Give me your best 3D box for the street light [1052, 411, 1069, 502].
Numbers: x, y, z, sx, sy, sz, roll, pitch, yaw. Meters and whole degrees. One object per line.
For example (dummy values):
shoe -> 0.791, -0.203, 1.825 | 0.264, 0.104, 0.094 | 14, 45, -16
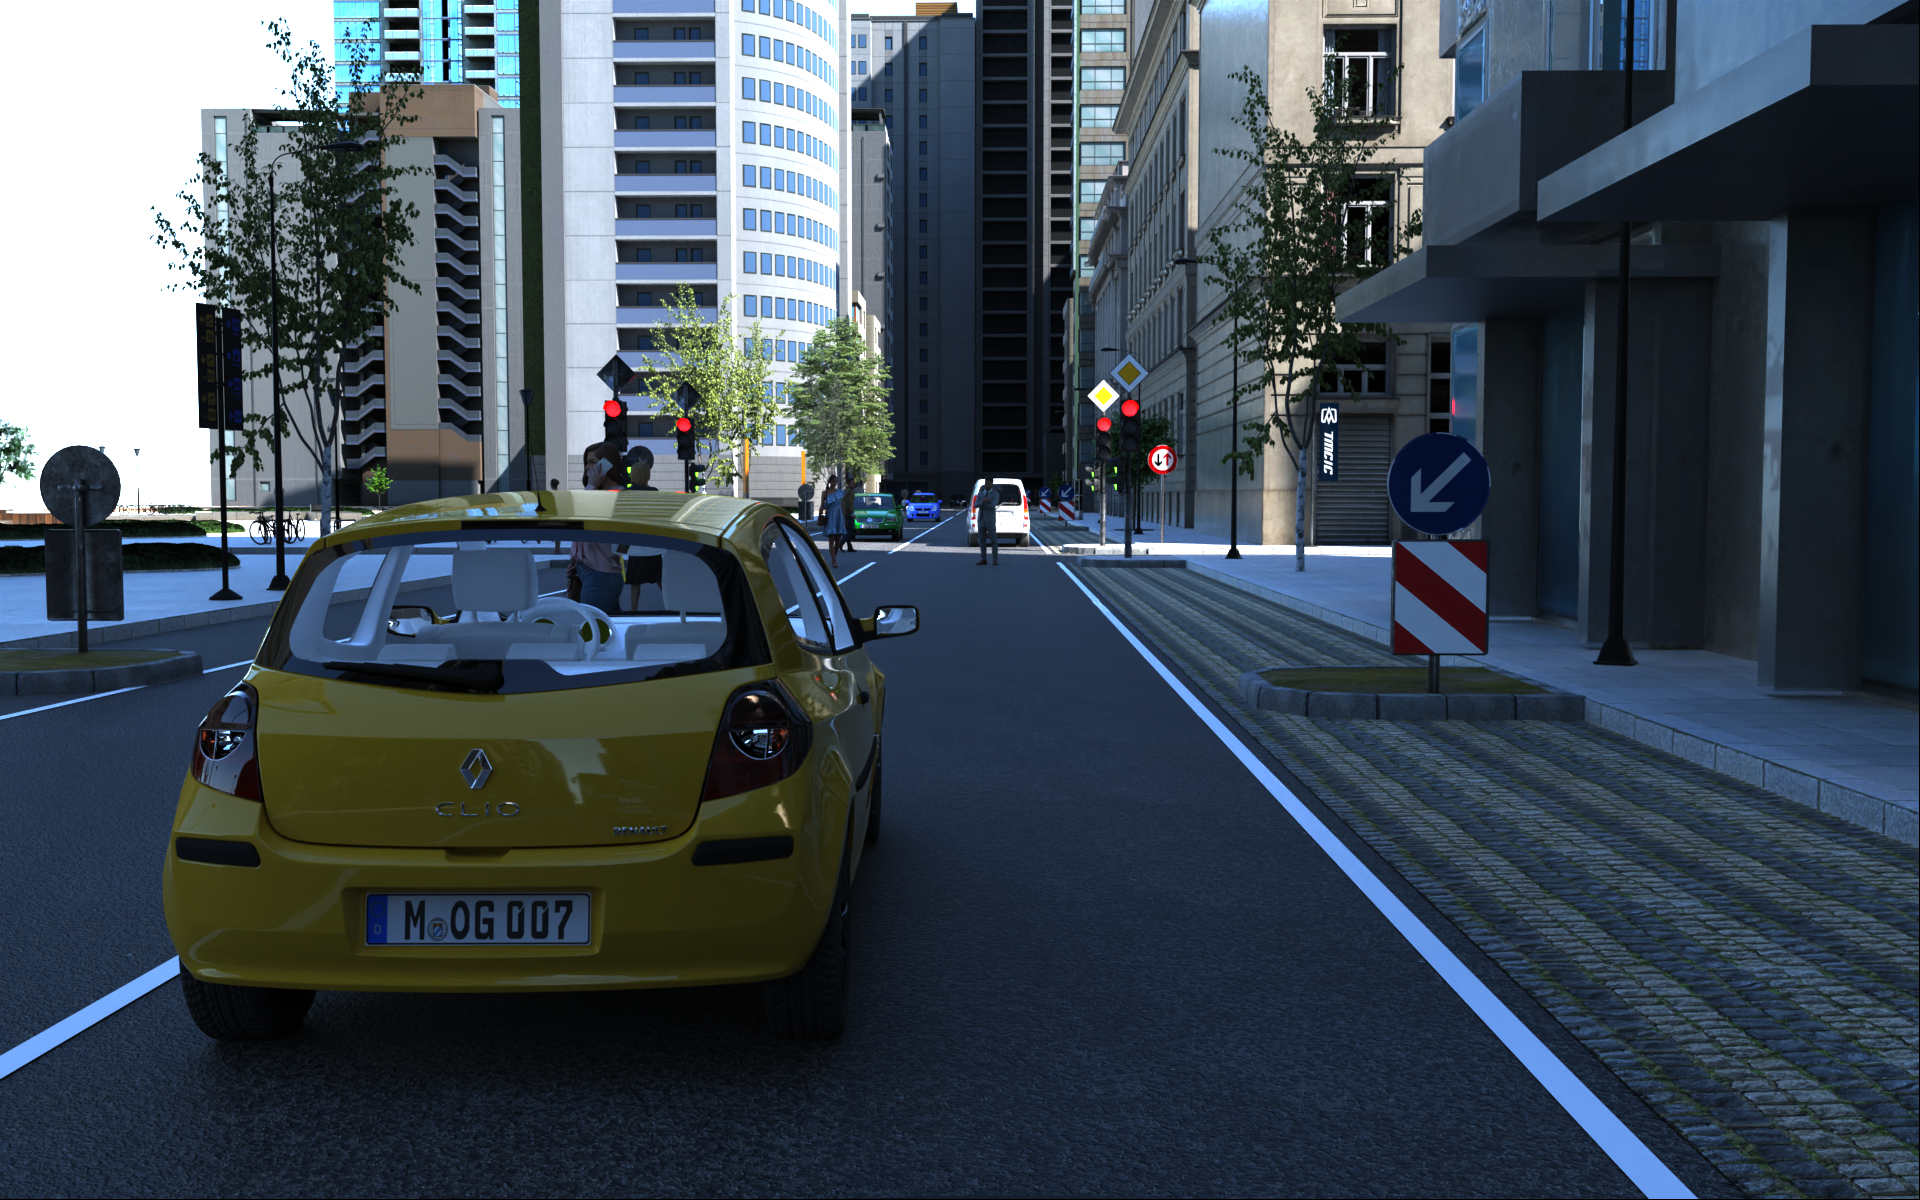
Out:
street light -> 6.019, -7.586, 96.571 | 1.470, 5.913, 1.316 | 0, 4, 1

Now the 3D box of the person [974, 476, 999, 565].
person -> 0.532, -1.609, 34.992 | 0.511, 1.800, 0.466 | 1, 4, 13

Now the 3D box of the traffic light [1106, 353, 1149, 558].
traffic light -> 3.360, -2.801, 34.715 | 0.839, 4.253, 0.868 | 0, 4, 1

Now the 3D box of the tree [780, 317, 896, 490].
tree -> -7.960, -11.839, 111.688 | 7.486, 12.596, 7.792 | 0, 3, 0

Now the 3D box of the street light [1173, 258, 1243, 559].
street light -> 4.895, -3.774, 34.244 | 1.470, 5.913, 1.316 | 0, 4, 1

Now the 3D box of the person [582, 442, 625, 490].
person -> -2.137, -0.097, 10.678 | 0.643, 1.750, 0.593 | -1, 4, -16

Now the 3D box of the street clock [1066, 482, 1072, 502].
street clock -> 6.330, -5.862, 100.420 | 0.358, 2.002, 0.471 | -1, 4, -16

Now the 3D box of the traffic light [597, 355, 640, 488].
traffic light -> -6.900, -2.812, 34.891 | 0.839, 4.253, 0.868 | 0, 4, 1

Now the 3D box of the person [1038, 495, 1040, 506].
person -> 8.848, -11.439, 193.865 | 0.721, 1.735, 1.217 | 0, 4, 3

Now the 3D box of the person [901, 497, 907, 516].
person -> -3.661, -6.154, 113.805 | 0.352, 1.250, 0.332 | -3, 5, -44

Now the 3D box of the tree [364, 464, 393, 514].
tree -> -36.944, -7.061, 110.055 | 1.663, 3.219, 1.824 | 0, 3, 0

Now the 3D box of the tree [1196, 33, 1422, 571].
tree -> 5.772, -4.797, 28.786 | 4.737, 8.622, 4.395 | 0, 3, 0

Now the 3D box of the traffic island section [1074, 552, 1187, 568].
traffic island section -> 3.400, -0.767, 34.829 | 2.009, 0.180, 2.903 | 0, 4, 1

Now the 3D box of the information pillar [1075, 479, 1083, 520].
information pillar -> 5.922, -5.007, 86.358 | 0.304, 2.012, 0.304 | 3, 5, 41

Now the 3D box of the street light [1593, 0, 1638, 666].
street light -> 4.412, -2.470, 12.921 | 1.470, 5.913, 1.316 | 0, 4, 1

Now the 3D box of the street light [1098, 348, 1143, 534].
street light -> 5.149, -5.046, 55.039 | 1.470, 5.913, 1.316 | 0, 4, 1

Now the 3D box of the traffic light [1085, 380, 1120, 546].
traffic light -> 3.509, -3.289, 42.699 | 0.839, 4.253, 0.868 | 0, 4, 1

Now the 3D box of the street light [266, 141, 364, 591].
street light -> -8.547, -3.085, 22.988 | 1.470, 5.913, 1.316 | 0, 4, 1

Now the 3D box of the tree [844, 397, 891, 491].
tree -> -7.169, -10.947, 129.344 | 4.737, 8.622, 4.395 | 0, 3, 0

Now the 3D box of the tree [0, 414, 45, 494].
tree -> -62.800, -8.362, 99.625 | 11.467, 7.101, 20.602 | 0, 4, 5

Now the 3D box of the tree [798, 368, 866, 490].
tree -> -7.685, -9.275, 102.001 | 4.360, 8.622, 3.978 | 0, 3, 0

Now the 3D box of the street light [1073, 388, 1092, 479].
street light -> 5.646, -6.316, 75.804 | 1.470, 5.913, 1.316 | 0, 4, 1

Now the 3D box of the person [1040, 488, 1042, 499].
person -> 7.639, -9.565, 162.372 | 0.705, 1.831, 1.348 | 0, 4, 0

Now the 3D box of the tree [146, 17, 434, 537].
tree -> -9.996, -4.674, 26.782 | 4.737, 8.622, 4.395 | 0, 3, 0

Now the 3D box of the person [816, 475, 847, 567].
person -> -2.517, -1.548, 33.898 | 0.616, 1.811, 0.778 | -1, 4, -13

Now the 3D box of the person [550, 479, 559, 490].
person -> -9.229, -1.870, 39.417 | 0.374, 1.781, 0.599 | 0, 4, -2

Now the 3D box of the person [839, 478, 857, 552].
person -> -2.756, -2.097, 42.692 | 0.656, 1.842, 0.836 | 2, 4, 35

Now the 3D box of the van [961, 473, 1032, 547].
van -> 1.040, -2.528, 48.347 | 2.013, 2.044, 4.112 | 0, 4, -1

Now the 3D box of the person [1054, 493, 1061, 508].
person -> 8.666, -9.029, 154.213 | 0.434, 1.755, 0.990 | -3, 4, -36

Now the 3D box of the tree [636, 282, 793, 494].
tree -> -8.916, -6.682, 59.608 | 4.737, 8.622, 4.395 | 0, 3, 0

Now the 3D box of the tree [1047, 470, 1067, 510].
tree -> 7.710, -8.823, 138.861 | 1.663, 3.219, 1.824 | 0, 3, 0

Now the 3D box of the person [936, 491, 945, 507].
person -> -1.979, -9.603, 166.232 | 1.217, 1.735, 0.721 | -1, 4, -21

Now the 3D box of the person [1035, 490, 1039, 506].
person -> 8.213, -10.949, 185.619 | 0.434, 1.755, 0.990 | -1, 4, -16

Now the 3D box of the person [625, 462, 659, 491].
person -> -3.238, -0.673, 19.714 | 1.509, 1.804, 0.699 | 1, 4, 9

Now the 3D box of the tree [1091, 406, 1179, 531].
tree -> 6.109, -4.732, 61.088 | 4.285, 4.588, 4.351 | 0, 3, 0

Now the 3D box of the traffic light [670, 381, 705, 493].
traffic light -> -6.751, -3.300, 42.874 | 0.839, 4.253, 0.868 | 0, 4, 1
